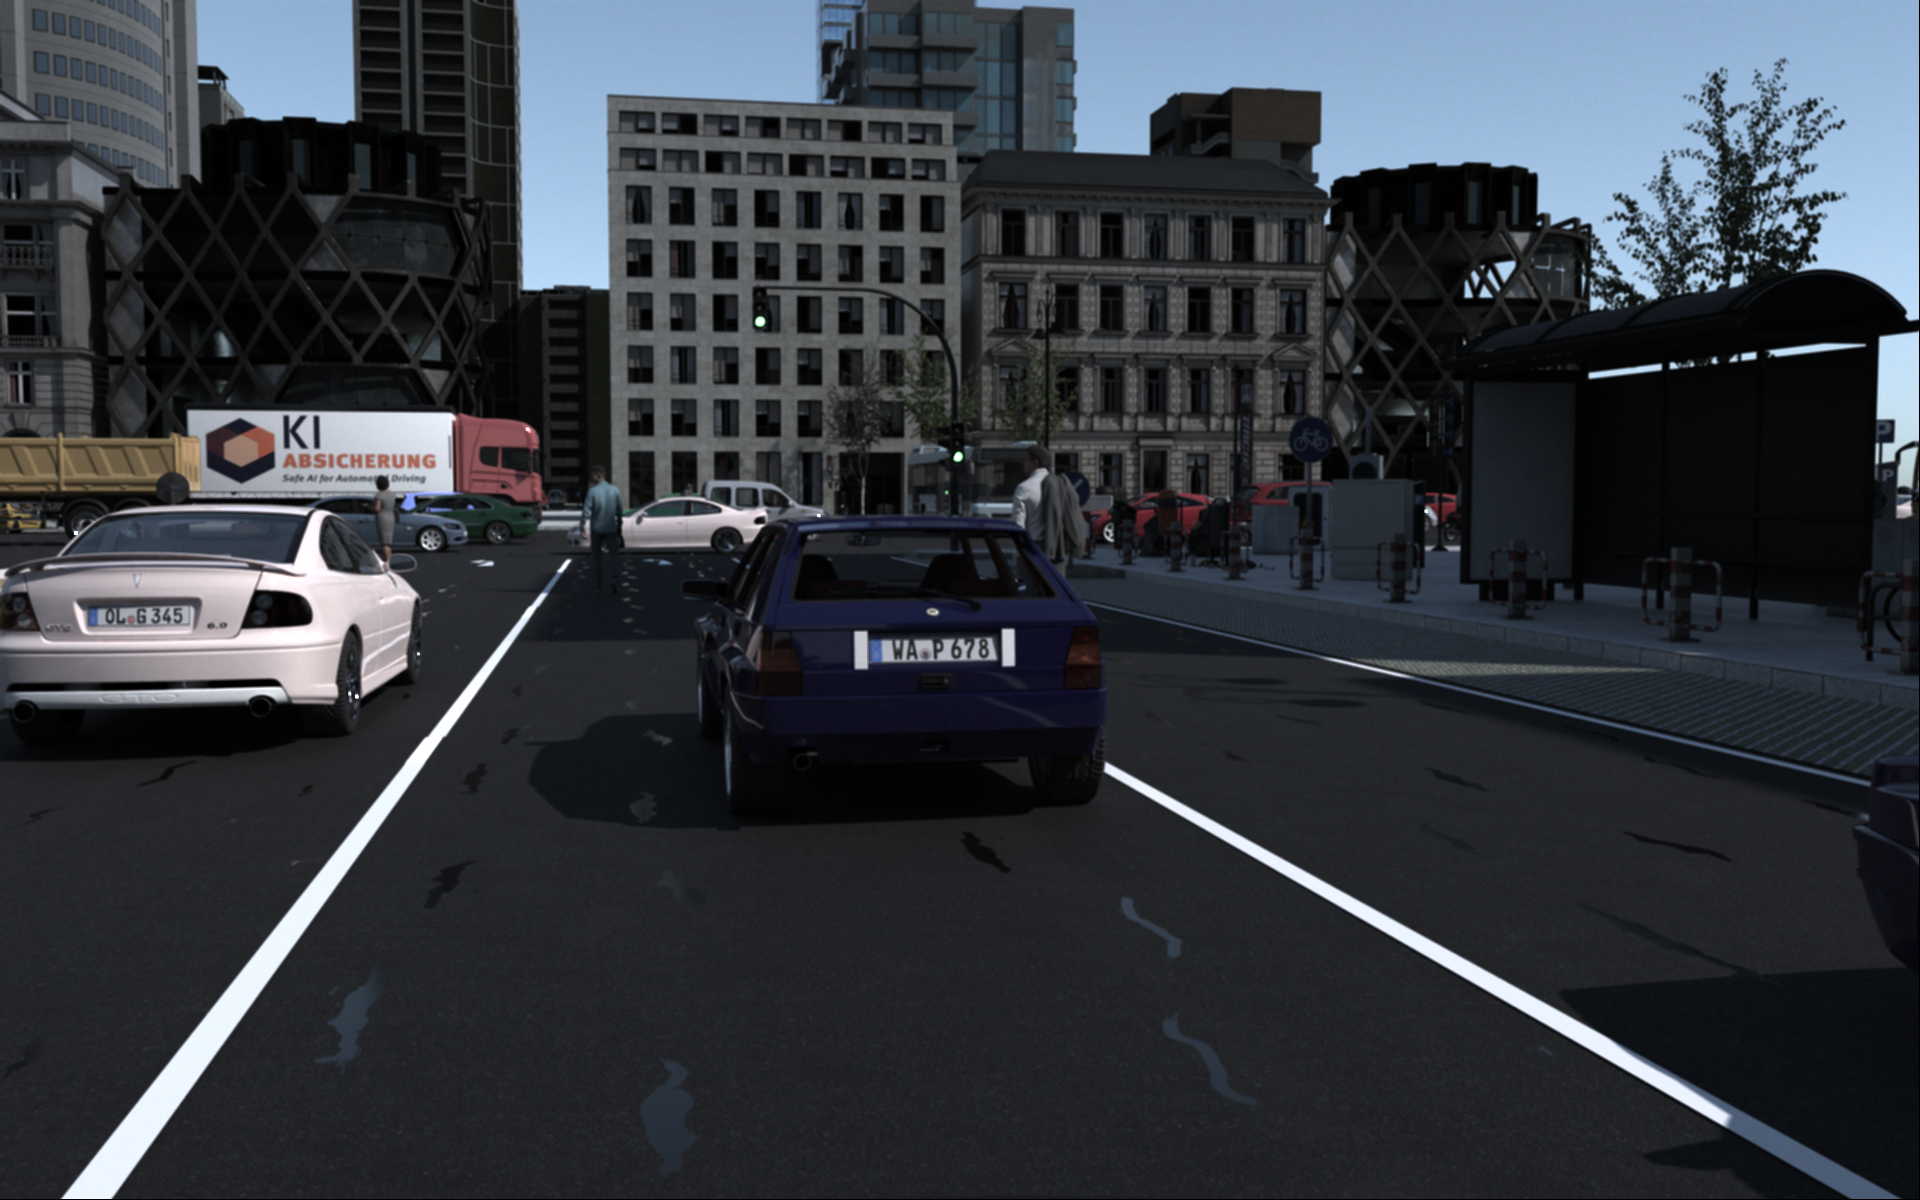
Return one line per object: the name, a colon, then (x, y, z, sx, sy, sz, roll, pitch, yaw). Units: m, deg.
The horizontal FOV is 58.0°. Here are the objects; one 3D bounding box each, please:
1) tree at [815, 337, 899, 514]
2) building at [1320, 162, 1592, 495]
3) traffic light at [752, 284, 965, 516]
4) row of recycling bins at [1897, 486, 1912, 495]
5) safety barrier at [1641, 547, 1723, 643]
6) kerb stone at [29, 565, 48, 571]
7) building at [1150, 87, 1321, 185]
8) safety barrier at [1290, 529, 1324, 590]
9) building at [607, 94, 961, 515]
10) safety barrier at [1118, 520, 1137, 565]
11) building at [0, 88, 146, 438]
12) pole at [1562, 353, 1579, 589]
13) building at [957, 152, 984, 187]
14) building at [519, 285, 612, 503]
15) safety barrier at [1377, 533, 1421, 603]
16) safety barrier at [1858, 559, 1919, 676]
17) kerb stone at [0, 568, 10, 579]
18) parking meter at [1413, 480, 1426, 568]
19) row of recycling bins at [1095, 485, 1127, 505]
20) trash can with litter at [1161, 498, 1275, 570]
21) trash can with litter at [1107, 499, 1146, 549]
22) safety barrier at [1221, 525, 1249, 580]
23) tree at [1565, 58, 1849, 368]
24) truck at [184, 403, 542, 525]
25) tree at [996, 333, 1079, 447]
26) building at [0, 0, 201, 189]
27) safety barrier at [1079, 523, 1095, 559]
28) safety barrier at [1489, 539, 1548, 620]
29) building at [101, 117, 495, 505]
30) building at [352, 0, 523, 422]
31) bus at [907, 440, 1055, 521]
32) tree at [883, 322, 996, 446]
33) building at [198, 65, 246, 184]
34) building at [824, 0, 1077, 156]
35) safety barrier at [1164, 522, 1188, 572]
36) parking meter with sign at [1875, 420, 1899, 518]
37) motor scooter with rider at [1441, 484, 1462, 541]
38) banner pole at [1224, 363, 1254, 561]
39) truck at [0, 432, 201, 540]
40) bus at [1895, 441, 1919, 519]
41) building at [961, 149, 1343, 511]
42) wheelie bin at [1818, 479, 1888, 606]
tree: (-4.656, -8.022, 81.524, 4.360, 8.622, 3.978, 0, 3, 0)
building: (26.114, -14.090, 97.823, 16.811, 18.784, 16.820, -1, 4, -11)
traffic light: (-2.186, -3.884, 38.177, 4.771, 5.953, 1.251, -1, 4, -11)
row of recycling bins: (48.411, -5.137, 91.099, 3.534, 1.692, 1.069, 0, 4, -8)
safety barrier: (6.252, -0.046, 15.030, 0.300, 0.817, 1.120, -1, 4, -11)
kerb stone: (-16.536, -0.533, 30.911, 0.120, 0.150, 1.000, -1, 4, -11)
building: (29.416, -32.909, 188.168, 14.200, 45.320, 14.600, -1, 4, -11)
safety barrier: (4.643, -0.546, 23.196, 0.300, 0.817, 1.120, -1, 4, -11)
building: (-9.199, -14.266, 87.999, 16.860, 20.320, 10.420, -1, 4, -11)
safety barrier: (3.034, -1.045, 31.363, 0.300, 0.817, 1.120, -1, 4, -11)
building: (-51.945, -14.617, 80.792, 24.055, 21.916, 13.314, -1, 4, -11)
pole: (8.258, -1.805, 23.363, 0.158, 3.312, 0.155, 0, 3, 0)
building: (-1.170, -23.161, 150.386, 14.160, 30.474, 14.107, -1, 4, -11)
building: (-54.386, -28.842, 243.262, 14.107, 30.474, 14.160, -1, 4, -11)
safety barrier: (5.179, -0.379, 20.475, 0.300, 0.817, 1.120, -1, 4, -11)
safety barrier: (6.788, 0.120, 12.308, 0.300, 0.817, 1.120, -1, 4, -11)
kerb stone: (-16.341, -0.469, 29.892, 0.120, 0.150, 1.000, -1, 4, -11)
parking meter: (7.911, -1.330, 30.164, 0.372, 1.533, 0.369, 0, 3, 0)
row of recycling bins: (7.329, -4.664, 83.371, 1.069, 1.692, 3.534, 1, 4, 19)
trash can with litter: (4.637, -1.169, 30.178, 1.678, 1.210, 2.233, -1, 4, -22)
trash can with litter: (4.005, -1.773, 40.383, 1.055, 1.170, 0.624, -2, 4, -24)
safety barrier: (4.110, -0.712, 25.918, 0.300, 0.817, 1.120, -1, 4, -11)
tree: (12.936, -4.853, 29.708, 4.737, 8.622, 4.395, 0, 3, 0)
truck: (-18.523, -4.075, 55.548, 11.283, 4.237, 2.839, -1, 4, -13)
tree: (3.369, -7.724, 76.655, 4.737, 8.622, 4.395, 0, 3, 0)
building: (-74.054, -36.321, 135.844, 21.231, 58.520, 28.212, -1, 4, -11)
safety barrier: (2.496, -1.212, 34.086, 0.300, 0.817, 1.120, -1, 4, -11)
safety barrier: (5.714, -0.213, 17.753, 0.300, 0.817, 1.120, -1, 4, -11)
building: (-31.976, -13.413, 86.757, 16.811, 18.784, 16.820, -1, 4, -11)
building: (-72.178, -49.150, 241.857, 20.611, 71.187, 20.563, -1, 4, -11)
bus: (0.520, -4.079, 61.544, 2.948, 3.499, 13.247, -1, 4, -12)
tree: (-1.112, -7.617, 74.901, 4.737, 8.622, 4.395, 0, 3, 0)
building: (-76.603, -29.569, 167.051, 14.086, 41.232, 14.154, -1, 4, -11)
building: (-1.582, -33.874, 173.444, 23.786, 49.044, 30.456, -1, 4, -11)
safety barrier: (3.569, -0.879, 28.642, 0.300, 0.817, 1.120, -1, 4, -11)
parking meter with sign: (21.279, -2.667, 39.865, 0.543, 3.016, 1.738, 1, 4, 21)
motor scooter with rider: (15.691, -2.704, 53.169, 1.986, 1.779, 0.876, -1, 4, -13)
banner pole: (5.346, -2.621, 32.868, 0.401, 3.779, 0.863, -1, 4, -21)
truck: (-26.762, -3.220, 48.571, 9.791, 3.379, 3.469, -1, 4, -12)
bus: (35.342, -3.811, 53.859, 12.252, 3.916, 2.896, -1, 4, -13)
building: (8.945, -13.882, 91.595, 19.286, 19.102, 10.561, -1, 4, -11)
wheelie bin: (10.210, -0.733, 19.896, 0.693, 1.594, 0.980, 3, 5, 40)
